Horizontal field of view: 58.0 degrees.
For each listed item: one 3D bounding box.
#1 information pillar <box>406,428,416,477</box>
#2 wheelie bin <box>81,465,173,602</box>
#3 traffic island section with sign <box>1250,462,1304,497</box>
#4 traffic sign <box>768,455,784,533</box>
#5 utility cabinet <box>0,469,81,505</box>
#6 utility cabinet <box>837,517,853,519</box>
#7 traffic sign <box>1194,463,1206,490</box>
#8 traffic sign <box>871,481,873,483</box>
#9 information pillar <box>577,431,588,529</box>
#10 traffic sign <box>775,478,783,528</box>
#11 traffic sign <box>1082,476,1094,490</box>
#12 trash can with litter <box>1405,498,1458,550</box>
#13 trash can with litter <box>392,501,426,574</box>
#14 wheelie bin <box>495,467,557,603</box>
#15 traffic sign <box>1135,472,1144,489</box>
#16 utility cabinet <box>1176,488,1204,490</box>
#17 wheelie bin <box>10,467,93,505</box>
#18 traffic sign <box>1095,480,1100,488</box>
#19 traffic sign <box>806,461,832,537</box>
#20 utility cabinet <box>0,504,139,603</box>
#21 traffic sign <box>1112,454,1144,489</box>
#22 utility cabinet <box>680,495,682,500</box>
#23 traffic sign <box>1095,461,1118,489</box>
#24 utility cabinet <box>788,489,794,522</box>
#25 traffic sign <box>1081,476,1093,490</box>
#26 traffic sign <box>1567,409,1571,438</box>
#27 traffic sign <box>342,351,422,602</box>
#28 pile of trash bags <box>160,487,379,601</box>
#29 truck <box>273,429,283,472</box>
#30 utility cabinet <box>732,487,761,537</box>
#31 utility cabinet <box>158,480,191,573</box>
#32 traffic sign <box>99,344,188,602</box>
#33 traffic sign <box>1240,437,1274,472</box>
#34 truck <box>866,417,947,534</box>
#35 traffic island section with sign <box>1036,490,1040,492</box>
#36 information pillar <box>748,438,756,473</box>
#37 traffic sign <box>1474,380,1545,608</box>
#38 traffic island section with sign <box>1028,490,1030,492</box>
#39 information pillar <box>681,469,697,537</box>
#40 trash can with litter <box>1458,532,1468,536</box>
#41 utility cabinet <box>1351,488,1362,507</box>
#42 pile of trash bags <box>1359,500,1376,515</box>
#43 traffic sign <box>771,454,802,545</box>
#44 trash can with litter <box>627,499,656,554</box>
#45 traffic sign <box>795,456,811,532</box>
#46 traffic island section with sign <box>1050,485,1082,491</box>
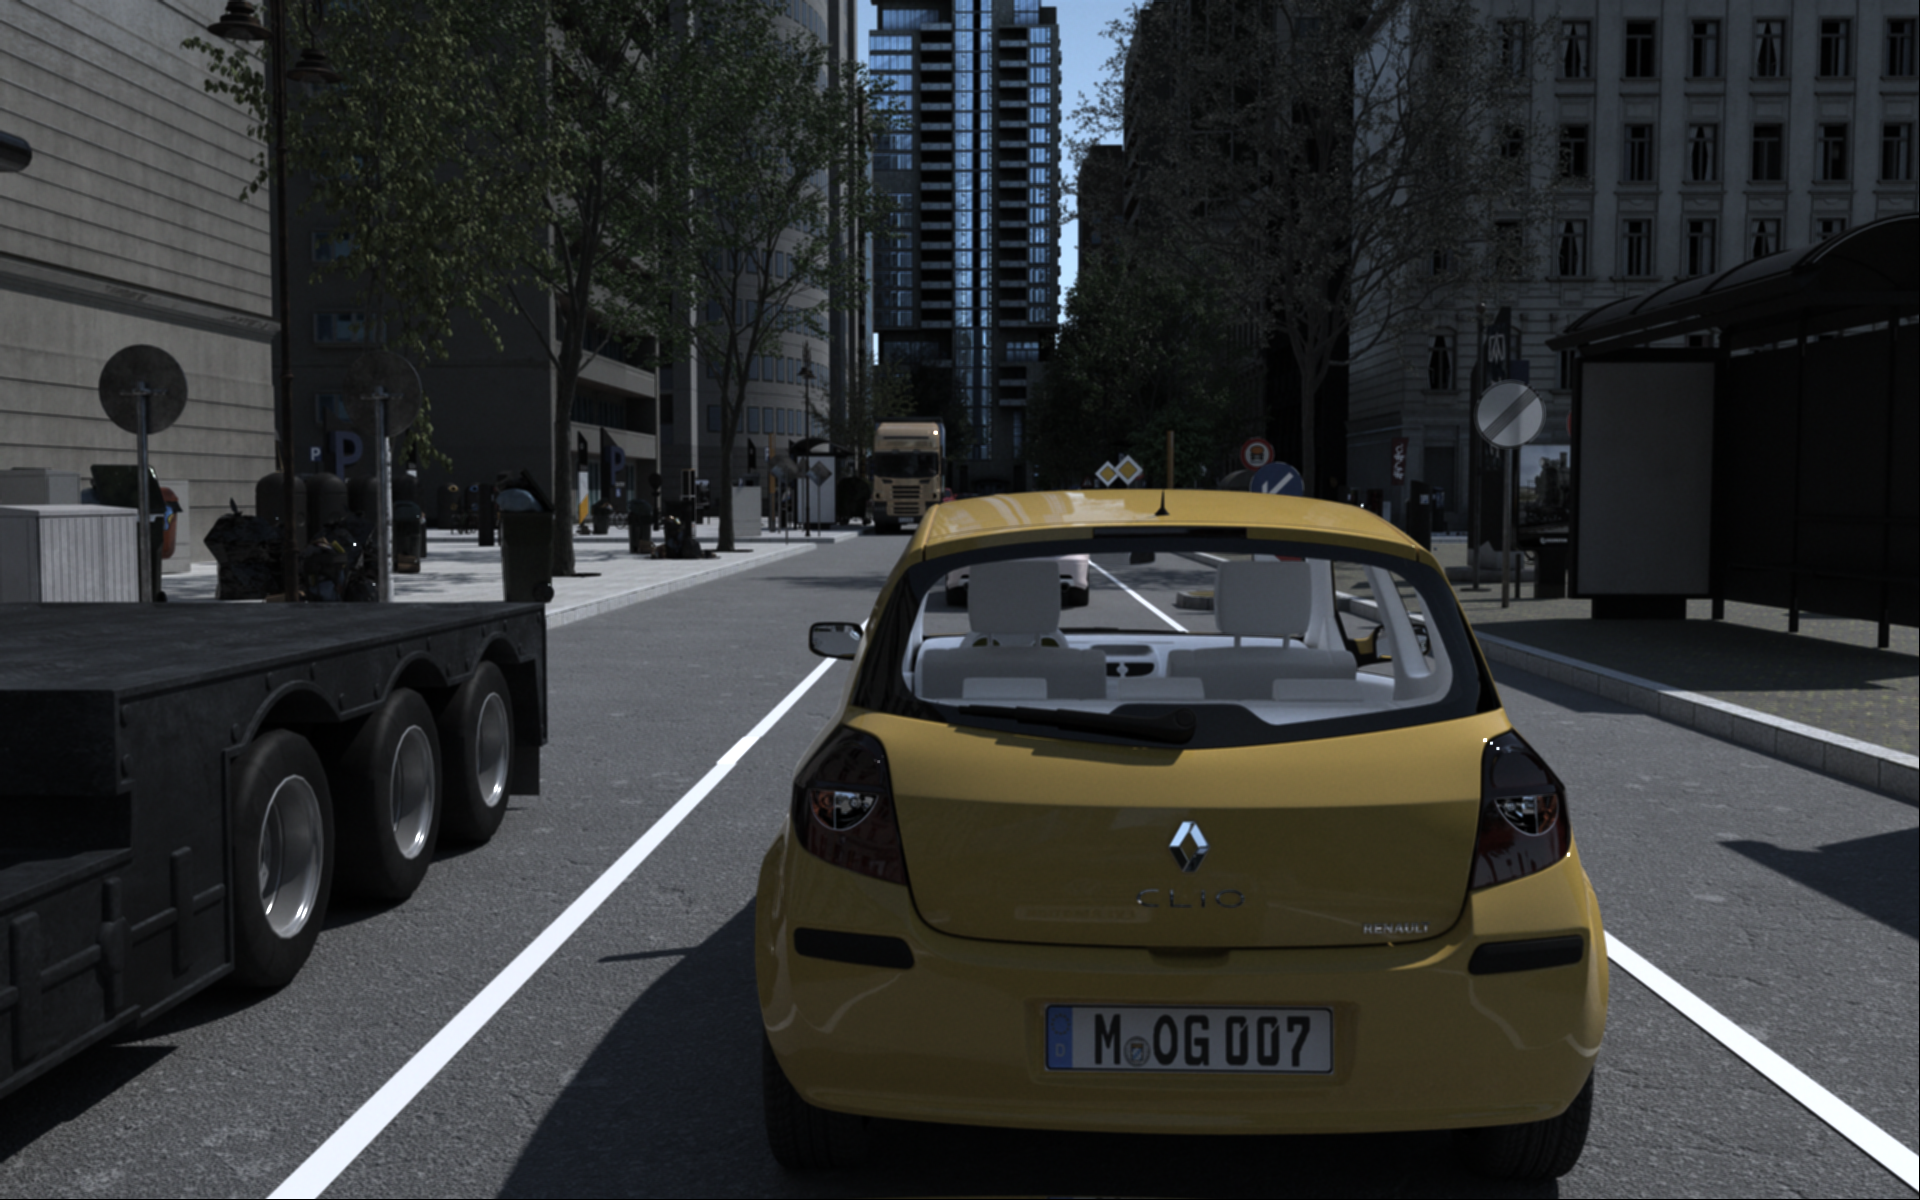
[{"bbox_3d":[-19.130,-4.222,60.381,0.183,3.616,0.504,1,4,17],"label":"information pillar"},{"bbox_3d":[-9.038,-0.658,18.671,0.693,1.594,0.980,3,5,44],"label":"wheelie bin"},{"bbox_3d":[3.804,-0.822,22.064,1.989,1.847,2.006,0,4,1],"label":"traffic island section with sign"},{"bbox_3d":[-5.898,-3.446,56.443,0.768,2.556,0.104,1,4,11],"label":"traffic sign"},{"bbox_3d":[-8.236,-0.421,15.559,1.173,1.500,0.318,3,5,44],"label":"utility cabinet"},{"bbox_3d":[-6.043,-4.865,90.698,1.020,1.237,0.306,3,5,43],"label":"utility cabinet"},{"bbox_3d":[8.468,-3.804,62.308,0.768,2.556,0.104,0,4,2],"label":"traffic sign"},{"bbox_3d":[-5.216,-6.389,104.471,0.884,2.594,0.081,0,4,8],"label":"traffic sign"},{"bbox_3d":[-14.062,-4.477,64.560,0.183,3.616,0.504,2,4,26],"label":"information pillar"},{"bbox_3d":[-6.734,-3.863,65.296,0.606,2.300,0.079,0,4,4],"label":"traffic sign"},{"bbox_3d":[8.943,-7.426,121.424,0.884,2.594,0.081,0,4,3],"label":"traffic sign"},{"bbox_3d":[10.189,-1.772,40.022,1.678,1.210,2.233,3,4,39],"label":"trash can with litter"},{"bbox_3d":[-9.020,-1.040,28.396,0.624,1.170,1.055,-2,4,-24],"label":"trash can with litter"},{"bbox_3d":[-5.155,-0.773,20.539,0.693,1.594,0.980,-1,4,-18],"label":"wheelie bin"},{"bbox_3d":[6.357,-3.810,62.395,0.768,2.556,0.104,1,4,10],"label":"traffic sign"},{"bbox_3d":[8.674,-3.495,65.816,1.173,1.500,0.318,-2,4,-26],"label":"utility cabinet"},{"bbox_3d":[-11.179,-0.797,20.945,0.693,1.594,0.980,1,4,15],"label":"wheelie bin"},{"bbox_3d":[9.540,-7.155,119.106,0.606,2.300,0.079,0,4,2],"label":"traffic sign"},{"bbox_3d":[-4.229,-2.957,51.983,0.795,2.450,0.064,0,4,1],"label":"traffic sign"},{"bbox_3d":[-5.133,0.071,10.002,0.306,1.237,1.020,0,4,3],"label":"utility cabinet"},{"bbox_3d":[4.240,-2.456,43.793,0.795,2.450,0.064,0,4,1],"label":"traffic sign"},{"bbox_3d":[-12.381,-4.198,79.803,1.020,1.237,0.306,1,4,19],"label":"utility cabinet"},{"bbox_3d":[4.413,-2.944,51.776,0.795,2.450,0.064,0,4,1],"label":"traffic sign"},{"bbox_3d":[-7.632,-4.304,79.048,1.173,1.500,0.318,3,5,41],"label":"utility cabinet"},{"bbox_3d":[9.074,-7.574,123.833,0.884,2.594,0.081,0,4,4],"label":"traffic sign"},{"bbox_3d":[7.997,-1.324,21.755,0.768,2.556,0.104,1,4,11],"label":"traffic sign"},{"bbox_3d":[-5.148,-0.936,15.413,0.768,2.556,0.104,1,4,11],"label":"traffic sign"},{"bbox_3d":[-8.891,-0.736,21.788,3.447,1.369,1.912,1,4,11],"label":"pile of trash bags"},{"bbox_3d":[-23.134,-3.200,48.240,9.791,3.379,3.469,0,4,0],"label":"truck"},{"bbox_3d":[-6.489,-2.638,51.803,0.318,1.500,1.173,3,5,41],"label":"utility cabinet"},{"bbox_3d":[-12.872,-1.158,27.619,0.318,1.500,1.173,2,4,23],"label":"utility cabinet"},{"bbox_3d":[-6.963,-0.897,14.775,0.768,2.556,0.104,0,4,2],"label":"traffic sign"},{"bbox_3d":[6.691,-2.385,39.102,0.768,2.556,0.104,0,4,2],"label":"traffic sign"},{"bbox_3d":[-1.850,-4.662,65.142,2.839,4.237,11.283,0,4,0],"label":"truck"},{"bbox_3d":[5.566,-5.806,103.555,1.989,1.847,2.006,0,4,1],"label":"traffic island section with sign"},{"bbox_3d":[-8.710,-4.962,72.482,0.183,3.616,0.504,2,4,26],"label":"information pillar"},{"bbox_3d":[6.151,-1.183,19.455,0.768,2.556,0.104,0,4,8],"label":"traffic sign"},{"bbox_3d":[7.246,-10.545,181.045,1.989,1.847,2.006,0,4,1],"label":"traffic island section with sign"},{"bbox_3d":[-8.074,-2.878,51.555,0.304,2.012,0.304,2,4,26],"label":"information pillar"},{"bbox_3d":[15.860,-2.617,53.843,2.233,1.210,1.678,1,4,14],"label":"trash can with litter"},{"bbox_3d":[13.895,-3.210,61.161,0.318,1.500,1.173,2,4,28],"label":"utility cabinet"},{"bbox_3d":[27.981,-6.891,122.414,3.447,1.369,1.912,2,4,25],"label":"pile of trash bags"},{"bbox_3d":[-4.402,-2.468,44.000,0.795,2.450,0.064,0,4,1],"label":"traffic sign"},{"bbox_3d":[-6.772,-1.582,37.258,0.624,1.170,1.055,-2,4,-27],"label":"trash can with litter"},{"bbox_3d":[-5.325,-3.596,58.793,0.884,2.594,0.081,1,4,9],"label":"traffic sign"},{"bbox_3d":[4.973,-4.158,76.607,1.989,1.847,2.006,0,4,1],"label":"traffic island section with sign"}]
